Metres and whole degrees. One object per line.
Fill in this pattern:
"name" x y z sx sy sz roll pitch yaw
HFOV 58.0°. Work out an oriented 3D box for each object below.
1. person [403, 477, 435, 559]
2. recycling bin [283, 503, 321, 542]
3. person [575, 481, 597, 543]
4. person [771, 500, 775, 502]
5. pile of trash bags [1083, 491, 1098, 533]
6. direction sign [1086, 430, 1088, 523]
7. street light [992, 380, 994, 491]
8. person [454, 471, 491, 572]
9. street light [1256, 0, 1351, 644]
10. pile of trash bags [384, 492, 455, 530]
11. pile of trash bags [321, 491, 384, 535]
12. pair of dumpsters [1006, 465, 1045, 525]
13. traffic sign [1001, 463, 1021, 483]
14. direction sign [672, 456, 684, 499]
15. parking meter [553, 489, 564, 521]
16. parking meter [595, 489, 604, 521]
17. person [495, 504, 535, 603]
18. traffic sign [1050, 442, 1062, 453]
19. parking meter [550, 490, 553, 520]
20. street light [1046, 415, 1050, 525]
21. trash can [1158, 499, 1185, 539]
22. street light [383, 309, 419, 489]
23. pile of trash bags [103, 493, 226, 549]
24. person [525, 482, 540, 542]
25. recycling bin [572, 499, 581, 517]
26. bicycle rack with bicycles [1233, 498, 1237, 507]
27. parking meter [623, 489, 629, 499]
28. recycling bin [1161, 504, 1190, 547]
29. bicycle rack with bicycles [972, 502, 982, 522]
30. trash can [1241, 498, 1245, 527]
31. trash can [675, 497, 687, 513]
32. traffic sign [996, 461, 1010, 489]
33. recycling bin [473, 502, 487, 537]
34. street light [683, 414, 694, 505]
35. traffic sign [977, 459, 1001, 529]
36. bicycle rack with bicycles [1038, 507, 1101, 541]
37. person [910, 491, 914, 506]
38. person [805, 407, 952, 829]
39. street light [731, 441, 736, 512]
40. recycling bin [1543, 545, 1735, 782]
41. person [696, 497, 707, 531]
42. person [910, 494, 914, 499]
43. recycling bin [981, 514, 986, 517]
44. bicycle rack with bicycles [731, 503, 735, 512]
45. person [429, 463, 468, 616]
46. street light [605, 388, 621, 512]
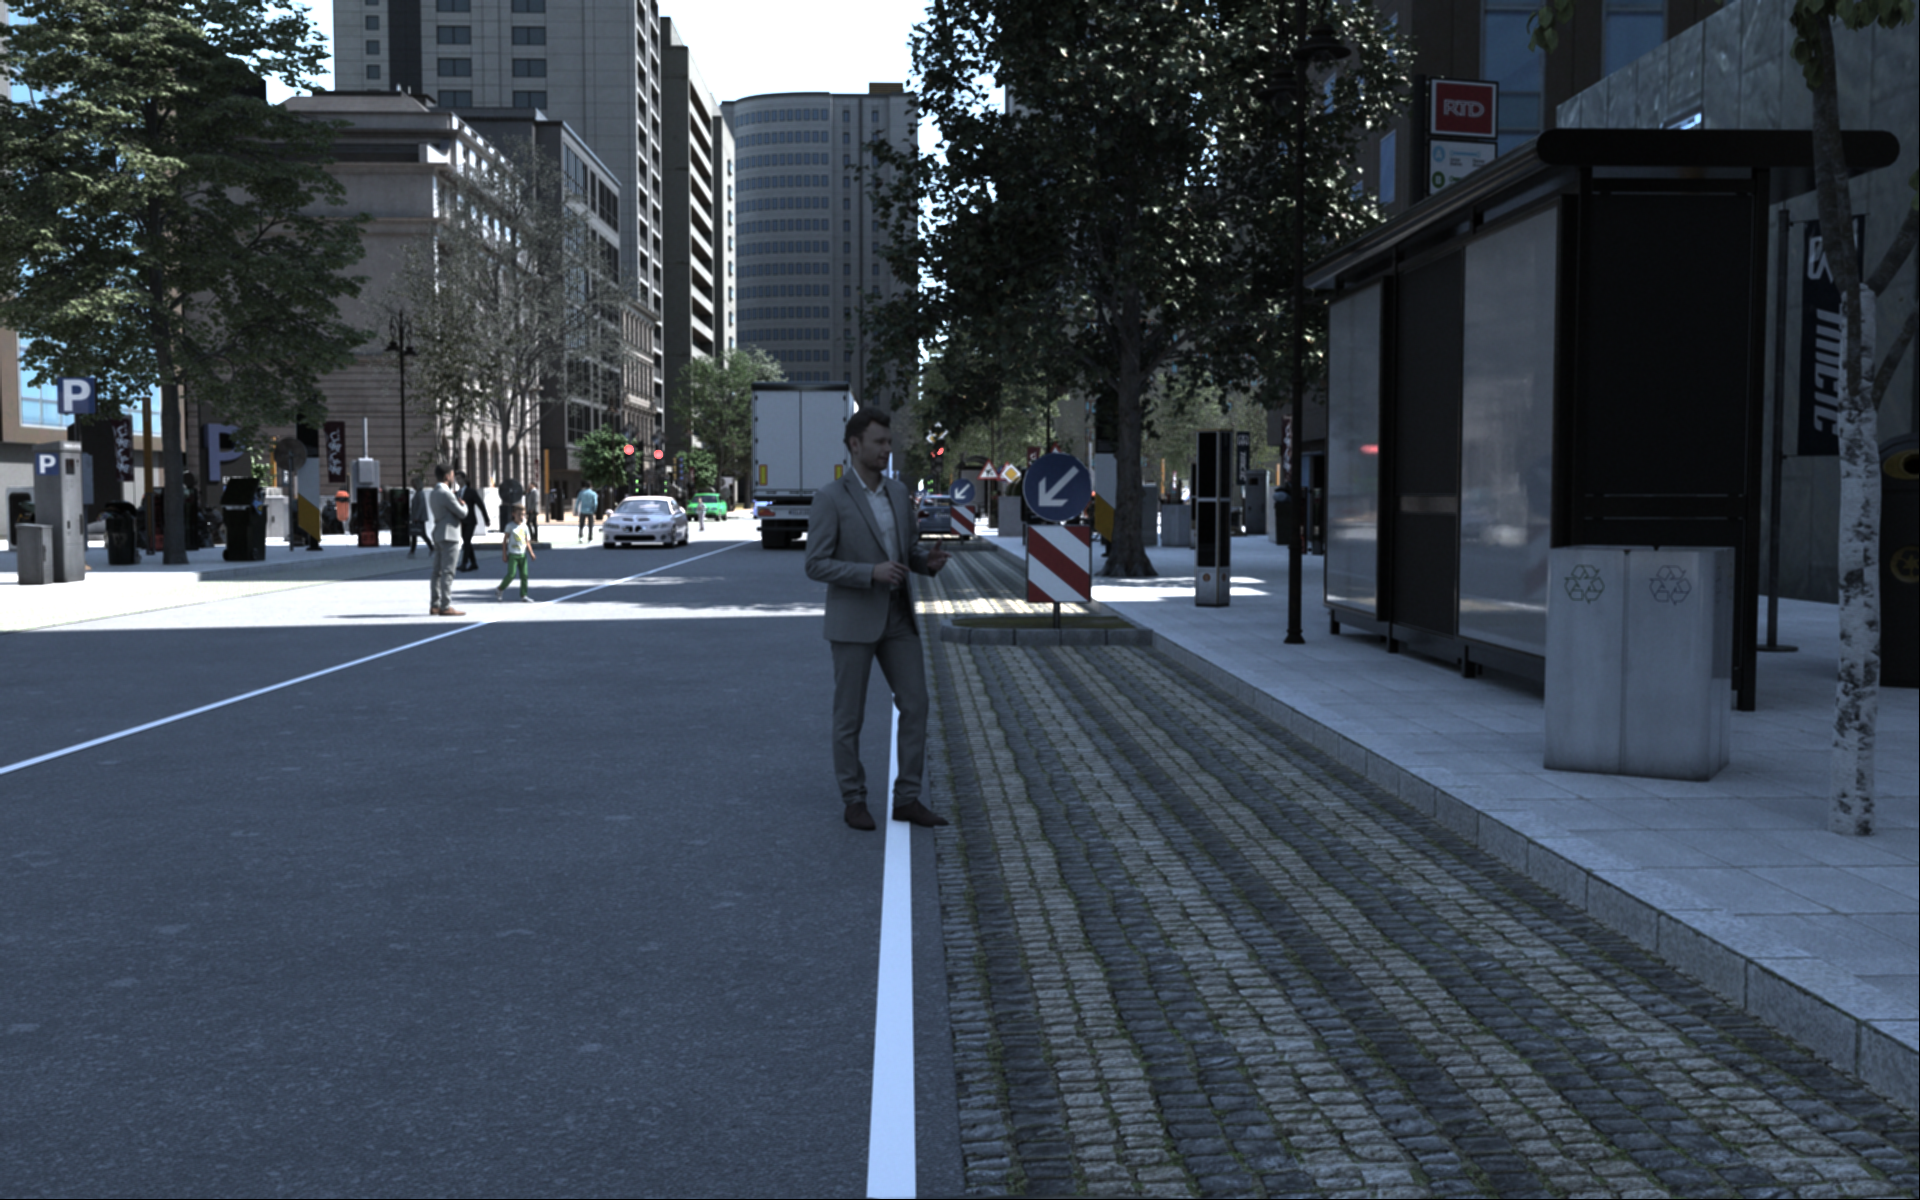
"person" -11.894 -1.801 38.134 0.728 1.800 0.709 -2 4 -25
"recycling bin" -17.731 -2.088 46.691 0.722 1.027 0.722 1 4 10
"person" -10.904 -2.566 50.473 0.660 1.820 0.620 0 4 -4
"person" -9.027 -4.674 85.263 0.374 1.781 0.599 -3 5 -43
"pile of trash bags" 5.064 -2.957 58.106 1.912 1.369 3.447 -2 4 -26
"direction sign" 4.521 -4.257 61.604 0.379 3.537 0.876 0 4 7
"street light" 1.249 -5.711 66.159 0.468 5.910 1.993 0 4 -2
"person" -9.163 -1.452 32.019 0.659 1.850 0.755 2 4 27
"street light" 2.879 -2.565 14.728 0.468 5.910 1.993 0 4 -2
"pile of trash bags" -19.640 -3.208 62.199 3.447 1.369 1.912 -2 4 -31
"pile of trash bags" -19.478 -2.767 54.995 1.912 1.369 3.447 -1 4 -16
"pair of dumpsters" 2.490 -3.508 59.845 1.574 2.255 4.437 0 4 -2
"traffic sign" 1.912 -3.893 64.843 0.795 2.450 0.064 0 4 2
"direction sign" -16.751 -6.777 102.798 0.379 3.537 0.876 3 4 37
"parking meter" -18.945 -4.502 82.019 0.372 1.533 0.369 0 3 0
"parking meter" -18.956 -5.061 91.159 0.372 1.533 0.369 0 3 0
"person" -5.899 -0.624 22.944 0.590 1.304 0.306 2 4 27
"traffic sign" 2.365 -2.630 43.003 0.884 2.594 0.081 0 4 4
"parking meter" -20.166 -4.747 86.016 0.372 1.533 0.369 0 3 0
"street light" 2.067 -4.140 40.470 0.468 5.910 1.993 0 4 -2
"trash can" 5.799 -2.191 47.484 0.748 1.137 0.748 0 3 0
"street light" -13.994 -4.326 43.526 0.468 5.910 1.993 0 4 -2
"pile of trash bags" -18.652 -1.958 41.763 1.912 1.369 3.447 3 5 43
"person" -12.641 -2.598 51.158 0.473 1.802 0.592 0 4 3
"recycling bin" -21.593 -5.257 98.511 0.722 1.027 0.722 -2 4 -32
"bicycle rack with bicycles" 22.700 -8.311 149.265 2.852 0.926 2.925 0 4 1
"parking meter" -21.292 -6.310 111.571 0.372 1.533 0.369 0 3 0
"recycling bin" 5.393 -1.817 42.255 0.722 1.027 0.722 -2 4 -26
"bicycle rack with bicycles" 1.545 -4.090 80.259 2.852 0.926 2.925 0 4 -7
"trash can" 11.403 -3.453 68.102 0.748 1.137 0.748 0 3 0
"trash can" -15.661 -5.231 97.187 0.748 1.137 0.748 0 3 0
"traffic sign" 1.851 -4.156 67.948 0.884 2.594 0.081 0 4 7
"recycling bin" -14.768 -2.439 52.439 0.722 1.027 0.722 -2 4 -30
"street light" -15.764 -7.826 100.751 0.468 5.910 1.993 0 4 -2
"traffic sign" 1.054 -3.868 63.250 0.884 2.594 0.081 0 4 0
"bicycle rack with bicycles" 3.166 -2.071 47.241 2.925 0.926 2.852 -1 4 -15
"person" -5.034 -10.525 181.142 0.434 1.755 0.990 1 4 13
"person" -0.324 0.080 7.397 0.583 1.804 0.606 3 5 43
"street light" -16.568 -9.398 126.440 0.468 5.910 1.993 0 4 -2
"recycling bin" 3.202 0.269 8.158 0.722 1.027 0.722 2 4 32
"person" -10.013 -3.317 67.012 0.425 1.301 0.394 0 4 6
"person" -5.127 -10.244 179.182 0.628 1.438 0.799 3 4 37
"recycling bin" 1.221 -5.234 98.131 0.722 1.027 0.722 1 4 12
"bicycle rack with bicycles" -17.710 -6.729 123.405 2.925 0.926 2.852 0 4 3
"person" -6.042 -0.725 20.542 0.511 1.800 0.466 3 4 37
"street light" -14.965 -6.236 74.752 0.468 5.910 1.993 0 4 -2
